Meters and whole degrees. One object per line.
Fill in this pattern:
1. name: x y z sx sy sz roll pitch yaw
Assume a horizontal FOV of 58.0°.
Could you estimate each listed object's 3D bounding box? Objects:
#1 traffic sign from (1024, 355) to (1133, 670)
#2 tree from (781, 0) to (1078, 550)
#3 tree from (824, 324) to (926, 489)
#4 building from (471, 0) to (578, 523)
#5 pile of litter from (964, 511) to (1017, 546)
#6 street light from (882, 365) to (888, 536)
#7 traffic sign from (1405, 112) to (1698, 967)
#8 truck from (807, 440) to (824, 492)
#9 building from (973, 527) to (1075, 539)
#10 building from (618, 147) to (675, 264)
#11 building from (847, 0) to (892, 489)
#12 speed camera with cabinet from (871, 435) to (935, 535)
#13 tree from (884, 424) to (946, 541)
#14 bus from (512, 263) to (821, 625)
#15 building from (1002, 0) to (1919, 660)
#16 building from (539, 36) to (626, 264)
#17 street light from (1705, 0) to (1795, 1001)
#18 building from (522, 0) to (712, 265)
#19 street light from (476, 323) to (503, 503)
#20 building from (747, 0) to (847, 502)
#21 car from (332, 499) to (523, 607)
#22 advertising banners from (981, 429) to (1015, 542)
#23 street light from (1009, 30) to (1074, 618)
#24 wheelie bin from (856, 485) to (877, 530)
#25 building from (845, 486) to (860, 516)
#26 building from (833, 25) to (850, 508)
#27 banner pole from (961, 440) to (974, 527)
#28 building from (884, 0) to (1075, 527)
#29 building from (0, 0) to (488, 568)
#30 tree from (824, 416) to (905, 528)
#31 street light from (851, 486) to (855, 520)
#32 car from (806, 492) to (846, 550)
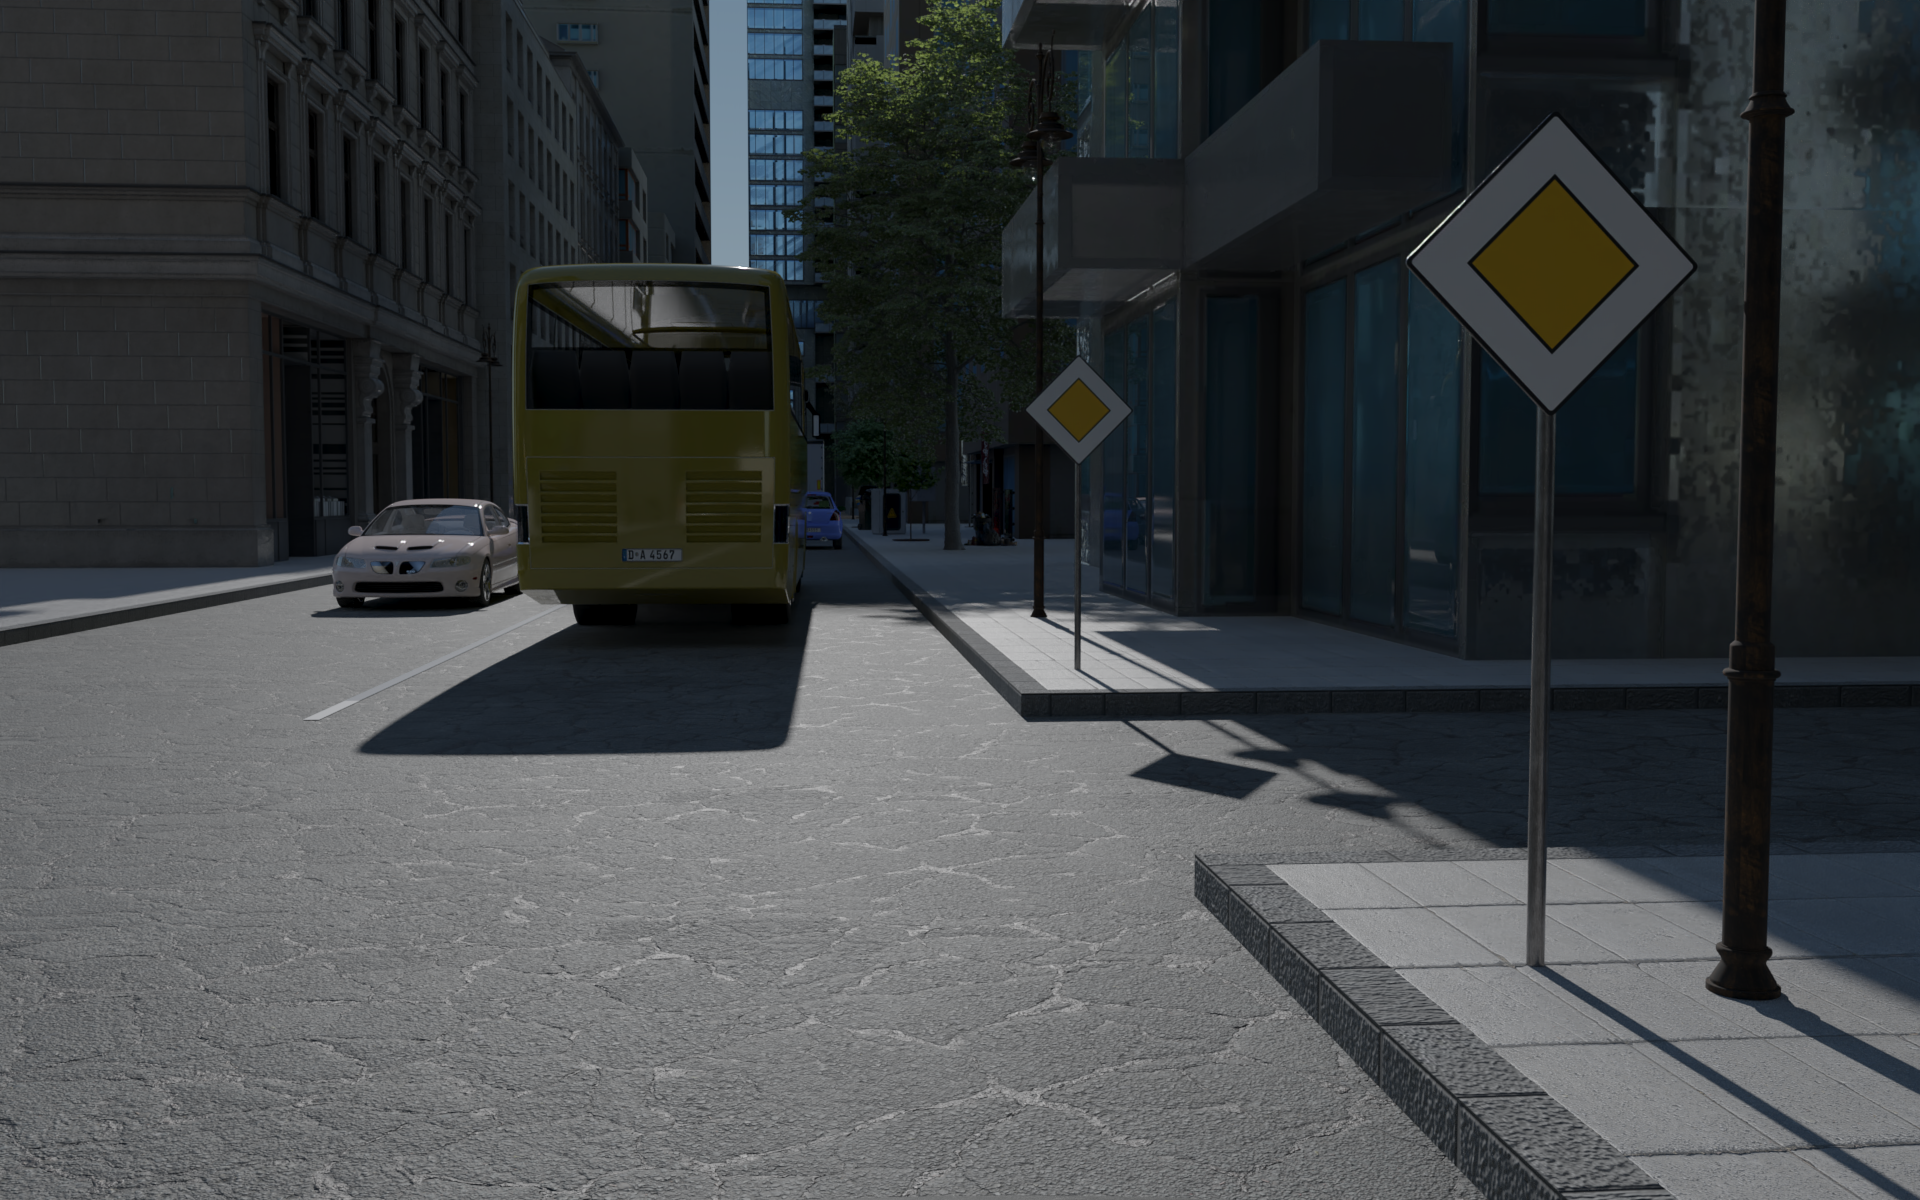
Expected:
1. traffic sign: 0.857 -0.548 12.609 0.795 2.450 0.064 0 4 -5
2. tree: -0.164 -7.396 39.056 7.486 12.596 7.792 0 3 0
3. tree: -3.350 -7.395 71.263 4.360 8.622 3.978 0 3 0
4. building: -19.419 -12.504 59.194 10.420 20.320 16.860 0 4 -5
5. pile of litter: 0.714 -1.789 43.222 1.176 0.858 1.719 -2 4 -30
6. street light: -2.288 -4.887 52.688 0.468 5.910 1.993 0 4 -5
7. traffic sign: 1.564 -0.062 4.655 0.795 2.450 0.064 0 4 -5
8. truck: -8.884 -6.464 94.596 2.839 4.237 11.283 0 4 -7
9. building: 7.604 -24.769 55.078 14.600 45.320 14.200 0 4 -5
10. building: -31.396 -15.582 99.806 27.650 21.520 28.899 0 4 -5
11. building: 4.930 -33.399 135.305 28.713 52.752 27.495 0 4 -5
12. speed camera with cabinet: -1.806 -3.735 55.405 2.038 3.252 0.660 -2 4 -29
13. tree: -1.433 -3.216 47.178 1.663 3.219 1.824 0 3 0
14. bus: -3.263 -1.856 21.900 2.896 3.916 12.252 0 4 -4
15. building: 15.745 -24.640 22.473 30.456 49.044 23.786 0 4 -5
16. building: -20.619 -13.915 76.667 9.793 20.994 18.267 0 4 -5
17. street light: 2.022 -1.927 4.294 0.468 5.910 1.993 0 4 -5
18. building: -29.209 -30.628 124.476 21.300 48.544 21.600 0 4 -5
19. street light: -12.738 -4.540 47.017 0.468 5.910 1.993 0 4 -5
20. building: -10.271 -53.097 180.805 31.000 86.520 22.319 0 4 -5
21. car: -7.070 -0.679 23.458 2.083 1.381 4.827 0 4 -5
22. advertising banners: 0.992 -3.066 46.317 0.090 3.025 2.074 -1 4 -23
23. street light: 0.823 -2.759 17.903 0.468 5.910 1.993 0 4 -5
24. wheelie bin: -3.219 -3.296 61.798 0.980 1.594 0.693 -2 4 -32
25. building: 8.902 -25.581 110.130 32.217 40.220 23.993 0 4 -5
26. building: -4.331 -28.873 155.669 14.154 41.232 14.086 0 4 -5
27. banner pole: 0.251 -4.676 66.475 0.401 3.779 0.863 2 4 31
28. building: 3.679 -26.329 80.594 14.600 45.320 14.200 0 4 -5
29. building: -16.811 -10.992 30.630 10.553 20.767 40.483 0 4 -5
30. tree: -3.549 -5.058 66.418 4.285 4.588 4.351 0 3 0
31. street light: -5.387 -6.992 87.109 0.468 5.910 1.993 0 4 -5
32. car: -3.988 -2.226 45.981 1.945 1.707 3.694 0 4 -5
